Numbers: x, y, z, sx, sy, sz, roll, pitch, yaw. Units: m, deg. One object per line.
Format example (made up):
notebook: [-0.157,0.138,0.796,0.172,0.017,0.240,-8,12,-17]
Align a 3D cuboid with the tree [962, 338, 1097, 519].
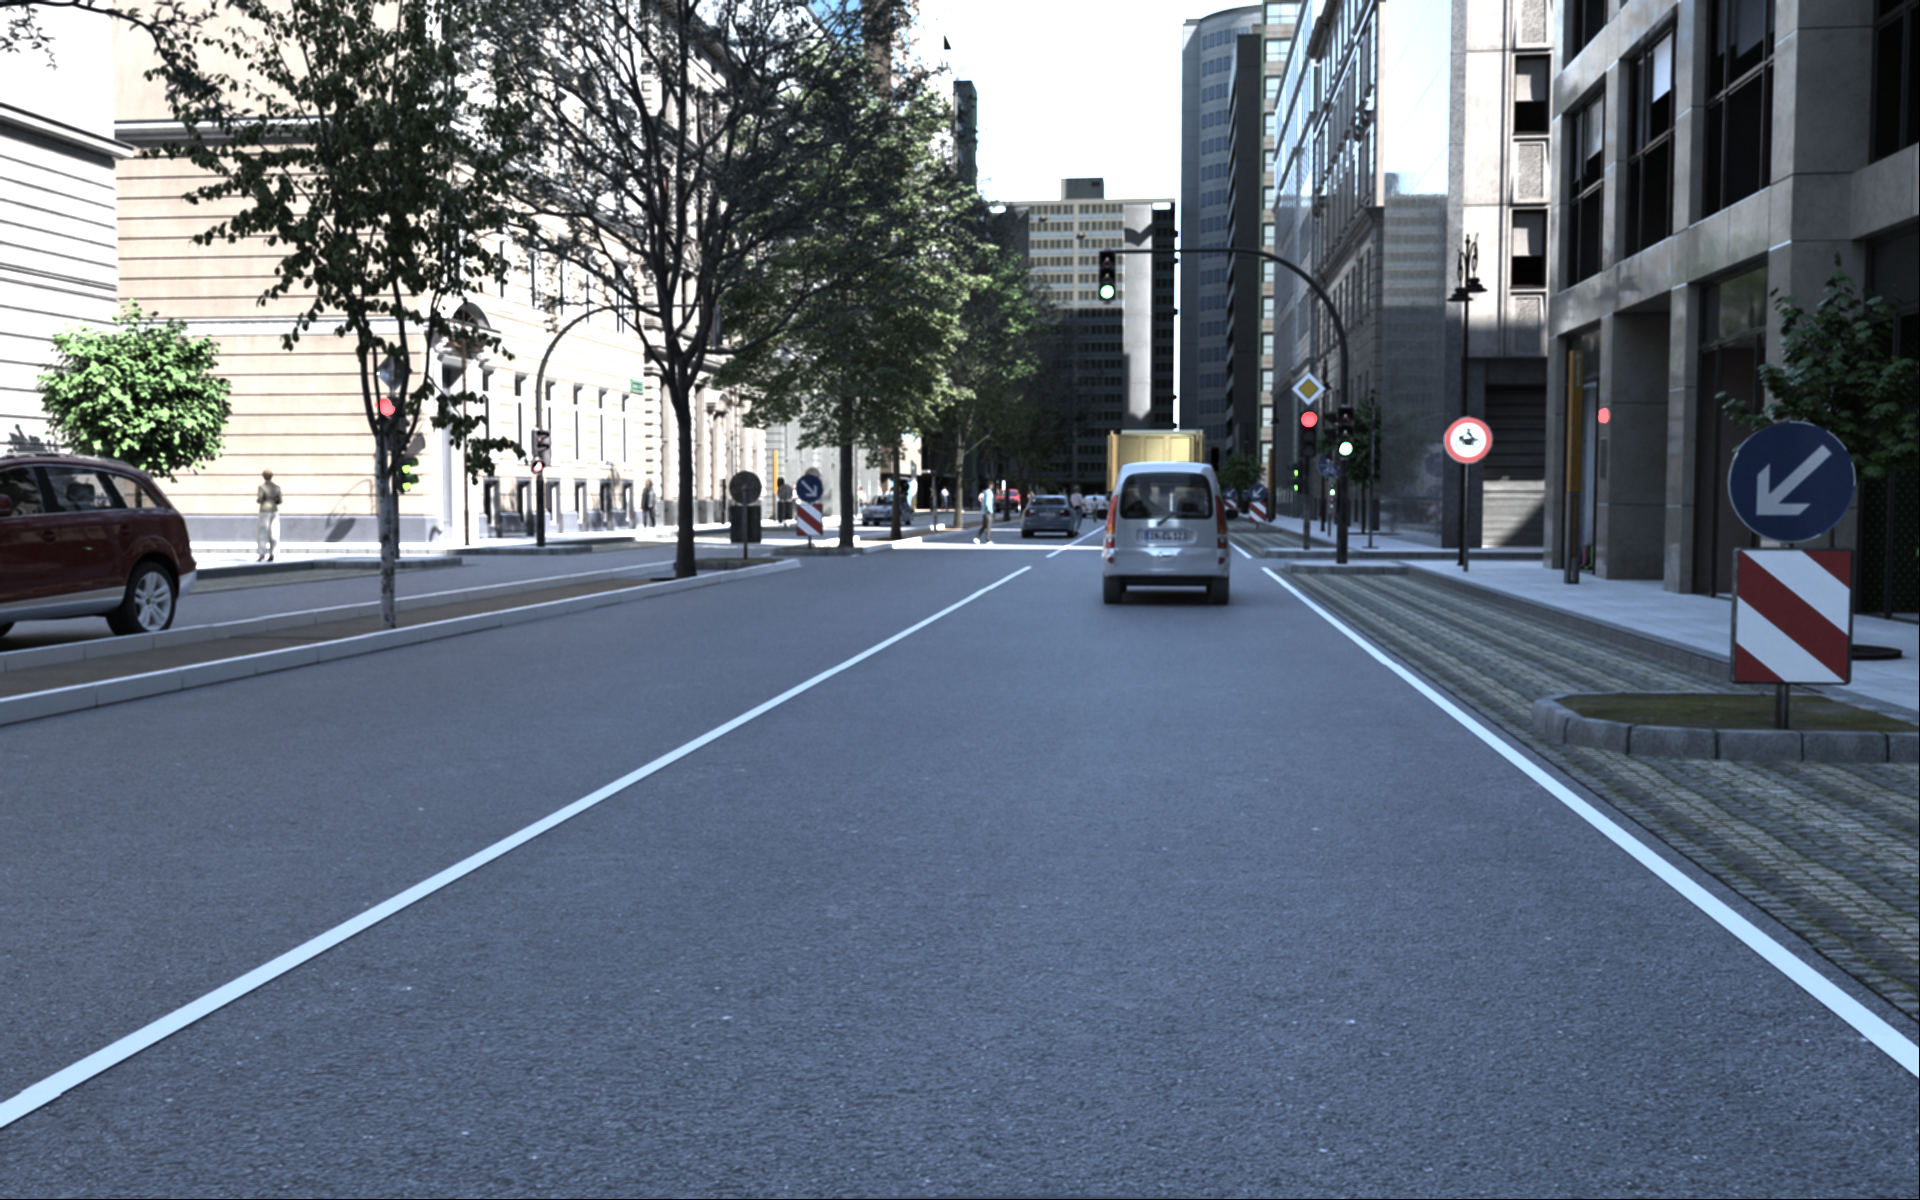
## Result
tree: [3.628,-9.887,98.529,8.767,10.594,7.601,0,4,7]

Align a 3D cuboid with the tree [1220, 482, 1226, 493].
tree: [22.667,-9.255,145.921,1.663,3.219,1.824,0,3,0]

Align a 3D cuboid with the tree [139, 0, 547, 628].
tree: [-6.074,-3.983,17.941,4.737,8.622,4.395,0,3,0]

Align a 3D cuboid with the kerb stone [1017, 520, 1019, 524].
kerb stone: [2.597,-3.712,82.910,0.120,0.150,1.000,0,4,7]

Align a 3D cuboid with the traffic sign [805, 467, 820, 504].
traffic sign: [-7.058,-5.058,82.802,0.768,2.556,0.104,1,4,14]

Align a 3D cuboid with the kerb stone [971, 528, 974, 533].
kerb stone: [0.302,-2.524,63.543,0.120,0.150,1.000,0,4,7]

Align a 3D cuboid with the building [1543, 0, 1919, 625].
building: [17.727,-12.659,11.497,19.350,26.468,34.151,0,4,7]

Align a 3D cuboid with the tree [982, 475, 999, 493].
tree: [3.278,-11.121,176.425,1.663,3.219,1.824,0,3,0]

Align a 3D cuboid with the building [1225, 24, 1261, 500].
building: [38.177,-33.744,175.411,21.300,48.544,21.600,0,4,7]

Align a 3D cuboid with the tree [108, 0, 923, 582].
tree: [-4.487,-7.039,27.920,12.009,13.543,11.850,0,3,0]

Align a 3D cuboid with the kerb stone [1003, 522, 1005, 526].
kerb stone: [1.746,-3.277,75.775,0.120,0.150,1.000,0,4,7]

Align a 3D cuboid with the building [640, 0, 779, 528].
building: [-15.164,-15.013,74.347,11.050,23.489,19.941,0,4,7]

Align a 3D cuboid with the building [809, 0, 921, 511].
building: [-10.634,-29.001,124.276,14.600,45.320,14.200,0,4,7]

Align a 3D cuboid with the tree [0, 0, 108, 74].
tree: [-7.070,-5.854,8.547,12.009,13.543,11.850,0,3,0]

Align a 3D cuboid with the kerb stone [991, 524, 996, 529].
kerb stone: [1.264,-3.028,71.708,0.120,0.150,1.000,0,4,7]

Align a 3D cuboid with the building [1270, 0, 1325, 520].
building: [24.163,-19.617,98.226,11.434,29.767,29.804,0,4,7]

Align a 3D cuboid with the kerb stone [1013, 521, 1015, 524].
kerb stone: [2.346,-3.587,80.880,0.120,0.150,1.000,0,4,7]

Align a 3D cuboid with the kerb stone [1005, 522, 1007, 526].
kerb stone: [1.870,-3.334,76.790,0.120,0.150,1.000,0,4,7]

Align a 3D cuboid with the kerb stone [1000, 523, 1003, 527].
kerb stone: [1.629,-3.212,74.758,0.120,0.150,1.000,0,4,7]

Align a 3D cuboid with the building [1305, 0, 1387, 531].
building: [21.331,-16.738,70.935,12.463,27.353,25.104,0,4,7]

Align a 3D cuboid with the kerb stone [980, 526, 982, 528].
kerb stone: [0.659,-2.714,66.620,0.120,0.150,1.000,0,4,7]

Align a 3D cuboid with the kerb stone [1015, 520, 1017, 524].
kerb stone: [2.468,-3.651,81.895,0.120,0.150,1.000,0,4,7]

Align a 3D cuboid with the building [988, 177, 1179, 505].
building: [15.023,-32.003,215.131,23.993,40.220,32.217,0,4,7]

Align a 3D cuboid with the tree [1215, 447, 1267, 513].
tree: [19.562,-8.329,119.899,4.285,4.588,4.351,0,3,0]

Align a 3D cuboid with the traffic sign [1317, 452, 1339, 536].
traffic sign: [11.178,-3.195,52.343,0.768,2.556,0.104,1,4,14]

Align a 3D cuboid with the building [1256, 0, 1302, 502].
building: [28.878,-27.090,126.518,14.154,41.232,14.086,0,4,7]

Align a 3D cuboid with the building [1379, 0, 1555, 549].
building: [21.922,-13.873,44.847,19.932,24.808,12.078,0,4,7]

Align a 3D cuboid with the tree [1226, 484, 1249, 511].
tree: [21.494,-8.465,133.002,1.663,3.219,1.824,0,3,0]

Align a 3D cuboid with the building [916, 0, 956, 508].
building: [-15.230,-34.086,146.543,28.713,52.752,27.495,0,4,7]

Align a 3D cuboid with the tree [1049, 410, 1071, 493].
tree: [4.327,-9.297,104.832,4.737,8.622,4.395,0,3,0]

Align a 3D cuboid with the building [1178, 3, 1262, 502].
building: [40.439,-40.636,206.394,28.212,58.520,21.231,0,4,7]

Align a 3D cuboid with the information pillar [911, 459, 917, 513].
information pillar: [-3.134,-7.690,117.084,0.183,3.616,0.504,3,5,44]

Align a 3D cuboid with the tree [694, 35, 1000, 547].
tree: [-2.907,-7.515,43.447,7.486,12.596,7.792,0,3,0]

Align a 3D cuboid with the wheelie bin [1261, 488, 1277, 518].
wheelie bin: [16.614,-5.220,93.261,0.980,1.594,0.693,3,5,42]

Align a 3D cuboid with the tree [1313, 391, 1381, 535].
tree: [12.846,-4.375,55.240,4.285,4.588,4.351,0,3,0]

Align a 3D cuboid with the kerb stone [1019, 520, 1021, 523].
kerb stone: [2.710,-3.775,83.933,0.120,0.150,1.000,0,4,7]

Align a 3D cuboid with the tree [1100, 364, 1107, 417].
tree: [2.387,-10.673,87.333,12.009,13.543,11.850,0,3,0]

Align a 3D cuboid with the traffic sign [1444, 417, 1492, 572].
traffic sign: [8.369,-1.742,28.586,0.768,2.556,0.104,1,4,13]

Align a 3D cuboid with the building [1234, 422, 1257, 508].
building: [35.584,-51.049,147.315,22.319,86.520,31.000,0,4,7]

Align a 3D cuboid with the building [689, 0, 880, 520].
building: [-12.304,-19.653,98.818,11.434,29.767,29.804,0,4,7]

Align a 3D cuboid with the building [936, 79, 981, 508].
building: [-6.006,-29.554,166.800,14.154,41.232,14.086,0,4,7]

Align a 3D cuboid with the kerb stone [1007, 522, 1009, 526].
kerb stone: [1.988,-3.401,77.817,0.120,0.150,1.000,0,4,7]

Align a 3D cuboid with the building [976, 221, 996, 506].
building: [-3.375,-25.307,185.465,14.107,30.474,14.160,0,4,7]

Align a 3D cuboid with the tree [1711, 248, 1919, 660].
tree: [6.813,-1.171,13.754,1.663,3.219,1.824,0,3,0]

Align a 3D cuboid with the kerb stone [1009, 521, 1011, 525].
kerb stone: [2.109,-3.464,78.834,0.120,0.150,1.000,0,4,7]

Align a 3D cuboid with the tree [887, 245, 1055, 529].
tree: [0.011,-8.663,69.855,9.928,11.665,9.643,0,3,0]

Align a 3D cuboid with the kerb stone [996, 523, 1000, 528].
kerb stone: [1.502,-3.150,73.744,0.120,0.150,1.000,0,4,7]

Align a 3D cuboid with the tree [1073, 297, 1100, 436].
tree: [-1.968,-8.586,53.205,12.009,13.543,11.850,0,3,0]

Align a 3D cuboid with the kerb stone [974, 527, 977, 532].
kerb stone: [0.415,-2.588,64.566,0.120,0.150,1.000,0,4,7]

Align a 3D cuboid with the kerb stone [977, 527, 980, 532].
kerb stone: [0.536,-2.654,65.589,0.120,0.150,1.000,0,4,7]

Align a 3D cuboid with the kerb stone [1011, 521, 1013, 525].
kerb stone: [2.227,-3.527,79.858,0.120,0.150,1.000,0,4,7]

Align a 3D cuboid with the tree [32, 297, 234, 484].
tree: [-13.806,-2.779,29.151,4.285,4.588,4.351,0,3,0]

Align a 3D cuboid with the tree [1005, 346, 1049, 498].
tree: [1.562,-7.721,79.063,4.737,8.622,4.395,0,3,0]

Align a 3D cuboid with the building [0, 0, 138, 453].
building: [-28.004,-11.378,27.835,24.055,21.916,13.314,0,4,7]

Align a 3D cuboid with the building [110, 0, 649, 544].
building: [-18.837,-16.415,54.292,13.634,28.700,20.117,0,4,7]

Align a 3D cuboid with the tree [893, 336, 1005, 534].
tree: [-0.885,-6.667,61.817,4.737,8.622,4.395,0,3,0]
